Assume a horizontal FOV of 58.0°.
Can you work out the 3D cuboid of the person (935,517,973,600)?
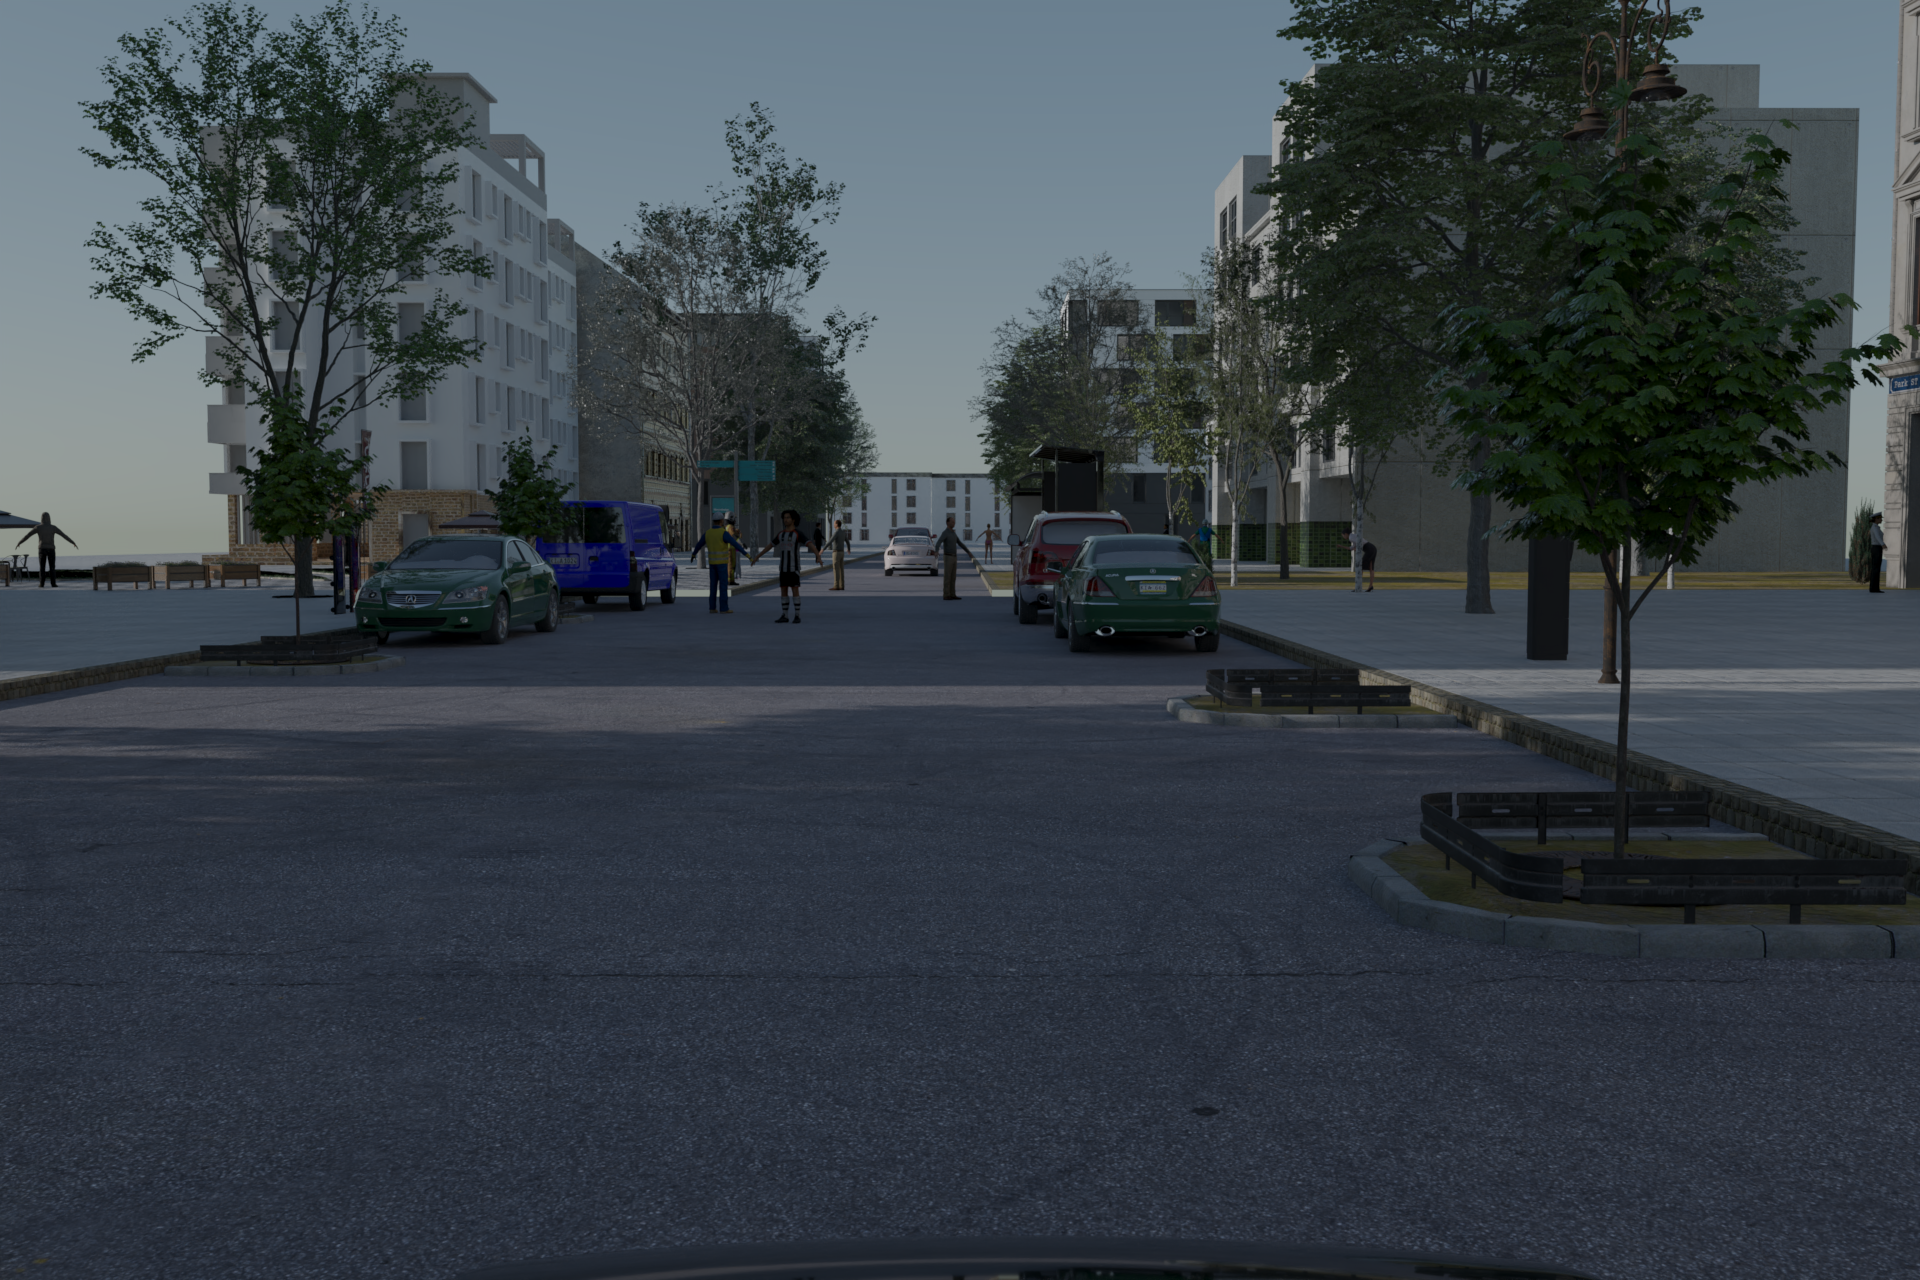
[{"bbox_3d":[-0.189,-1.766,37.611,0.705,1.796,1.348,2,4,35],"label":"person"}]

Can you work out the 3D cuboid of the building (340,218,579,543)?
[{"bbox_3d":[-28.599,-14.541,94.170,16.016,20.090,11.380,0,4,0],"label":"building"}]

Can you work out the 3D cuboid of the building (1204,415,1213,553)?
[{"bbox_3d":[21.509,-10.096,107.218,9.099,9.664,28.070,0,4,0],"label":"building"}]

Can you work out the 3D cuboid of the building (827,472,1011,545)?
[{"bbox_3d":[-3.935,-17.794,235.529,28.070,9.664,9.099,0,4,-2],"label":"building"}]

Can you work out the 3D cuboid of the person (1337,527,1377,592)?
[{"bbox_3d":[8.811,-1.783,38.379,0.799,1.438,0.628,0,4,-5],"label":"person"}]

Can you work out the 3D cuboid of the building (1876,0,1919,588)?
[{"bbox_3d":[27.372,-11.944,31.441,11.583,22.565,21.152,0,4,0],"label":"building"}]

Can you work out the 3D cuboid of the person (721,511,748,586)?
[{"bbox_3d":[-5.692,-2.282,43.078,0.705,1.858,1.354,-2,4,-34],"label":"person"}]

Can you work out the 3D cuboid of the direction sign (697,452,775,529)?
[{"bbox_3d":[-7.238,-4.156,56.719,2.525,3.948,1.411,0,4,0],"label":"direction sign"}]

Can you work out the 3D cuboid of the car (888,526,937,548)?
[{"bbox_3d":[-2.215,-4.463,81.643,2.281,1.827,5.304,0,4,-1],"label":"car"}]

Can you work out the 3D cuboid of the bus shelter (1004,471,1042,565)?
[{"bbox_3d":[2.584,-3.942,58.375,2.014,3.302,5.546,0,4,0],"label":"bus shelter"}]

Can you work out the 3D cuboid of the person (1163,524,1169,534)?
[{"bbox_3d":[9.321,-4.429,79.132,0.721,1.740,1.216,1,4,9],"label":"person"}]

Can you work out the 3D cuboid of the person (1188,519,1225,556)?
[{"bbox_3d":[8.785,-3.418,62.012,1.347,1.817,0.704,1,4,15],"label":"person"}]

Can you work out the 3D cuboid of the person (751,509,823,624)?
[{"bbox_3d":[-2.750,-1.178,27.865,1.345,1.843,0.704,2,4,26],"label":"person"}]

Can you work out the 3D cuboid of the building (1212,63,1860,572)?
[{"bbox_3d":[21.603,-12.691,73.955,16.747,18.905,31.486,0,4,0],"label":"building"}]

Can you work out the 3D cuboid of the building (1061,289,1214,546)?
[{"bbox_3d":[23.087,-19.388,160.965,27.936,21.610,32.646,0,4,0],"label":"building"}]

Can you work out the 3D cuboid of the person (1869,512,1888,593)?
[{"bbox_3d":[20.090,-1.917,37.800,0.721,1.778,1.216,1,4,21],"label":"person"}]

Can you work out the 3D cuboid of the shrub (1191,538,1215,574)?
[{"bbox_3d":[5.972,-1.998,43.781,1.383,1.207,1.383,0,3,0],"label":"shrub"}]

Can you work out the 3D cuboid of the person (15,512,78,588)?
[{"bbox_3d":[-21.925,-2.169,41.585,1.348,1.813,0.705,-2,4,-25],"label":"person"}]

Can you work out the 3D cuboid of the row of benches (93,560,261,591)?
[{"bbox_3d":[-18.493,-1.554,40.866,1.422,0.672,4.104,2,4,32],"label":"row of benches"}]

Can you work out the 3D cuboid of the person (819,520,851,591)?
[{"bbox_3d":[-3.112,-2.156,43.977,0.705,1.796,1.348,2,4,29],"label":"person"}]

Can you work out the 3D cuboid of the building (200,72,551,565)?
[{"bbox_3d":[-25.137,-13.215,72.488,16.016,20.090,11.380,0,4,0],"label":"building"}]

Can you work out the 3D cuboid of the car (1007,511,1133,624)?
[{"bbox_3d":[1.948,-1.252,29.137,2.281,1.827,5.304,0,4,0],"label":"car"}]

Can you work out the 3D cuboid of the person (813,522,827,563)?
[{"bbox_3d":[-6.291,-4.350,77.316,0.705,1.806,1.347,-2,4,-27],"label":"person"}]

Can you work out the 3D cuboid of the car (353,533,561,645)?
[{"bbox_3d":[-6.844,-0.744,23.970,2.131,1.459,4.920,0,4,0],"label":"car"}]

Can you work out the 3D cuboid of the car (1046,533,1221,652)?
[{"bbox_3d":[2.221,-0.651,22.445,2.131,1.459,4.920,0,4,-1],"label":"car"}]

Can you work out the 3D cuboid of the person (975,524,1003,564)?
[{"bbox_3d":[1.256,-4.155,74.740,1.217,1.733,0.721,1,4,11],"label":"person"}]

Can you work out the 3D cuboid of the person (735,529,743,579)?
[{"bbox_3d":[-6.416,-2.456,49.426,0.599,1.433,0.991,2,4,24],"label":"person"}]

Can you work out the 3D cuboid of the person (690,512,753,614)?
[{"bbox_3d":[-4.349,-1.400,31.323,1.349,1.833,0.705,2,4,26],"label":"person"}]

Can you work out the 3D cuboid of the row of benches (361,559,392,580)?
[{"bbox_3d":[-13.220,-1.701,43.269,1.422,0.672,4.104,3,4,36],"label":"row of benches"}]

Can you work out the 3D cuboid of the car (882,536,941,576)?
[{"bbox_3d":[-1.688,-2.934,60.330,2.083,1.381,4.827,0,4,-1],"label":"car"}]

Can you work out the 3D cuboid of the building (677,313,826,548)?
[{"bbox_3d":[-28.623,-20.333,176.415,27.936,21.610,32.646,0,4,-1],"label":"building"}]

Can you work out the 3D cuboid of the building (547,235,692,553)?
[{"bbox_3d":[-29.149,-17.556,117.977,19.493,23.208,18.063,0,4,1],"label":"building"}]

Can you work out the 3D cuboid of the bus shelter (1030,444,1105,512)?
[{"bbox_3d":[2.966,-3.496,48.444,1.731,3.624,6.357,0,4,-1],"label":"bus shelter"}]

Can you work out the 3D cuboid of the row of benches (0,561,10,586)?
[{"bbox_3d":[-25.336,-1.625,42.027,4.104,0.672,1.422,0,4,-3],"label":"row of benches"}]

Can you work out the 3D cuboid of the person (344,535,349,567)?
[{"bbox_3d":[-24.041,-3.801,68.081,0.705,1.837,1.347,0,4,1],"label":"person"}]
